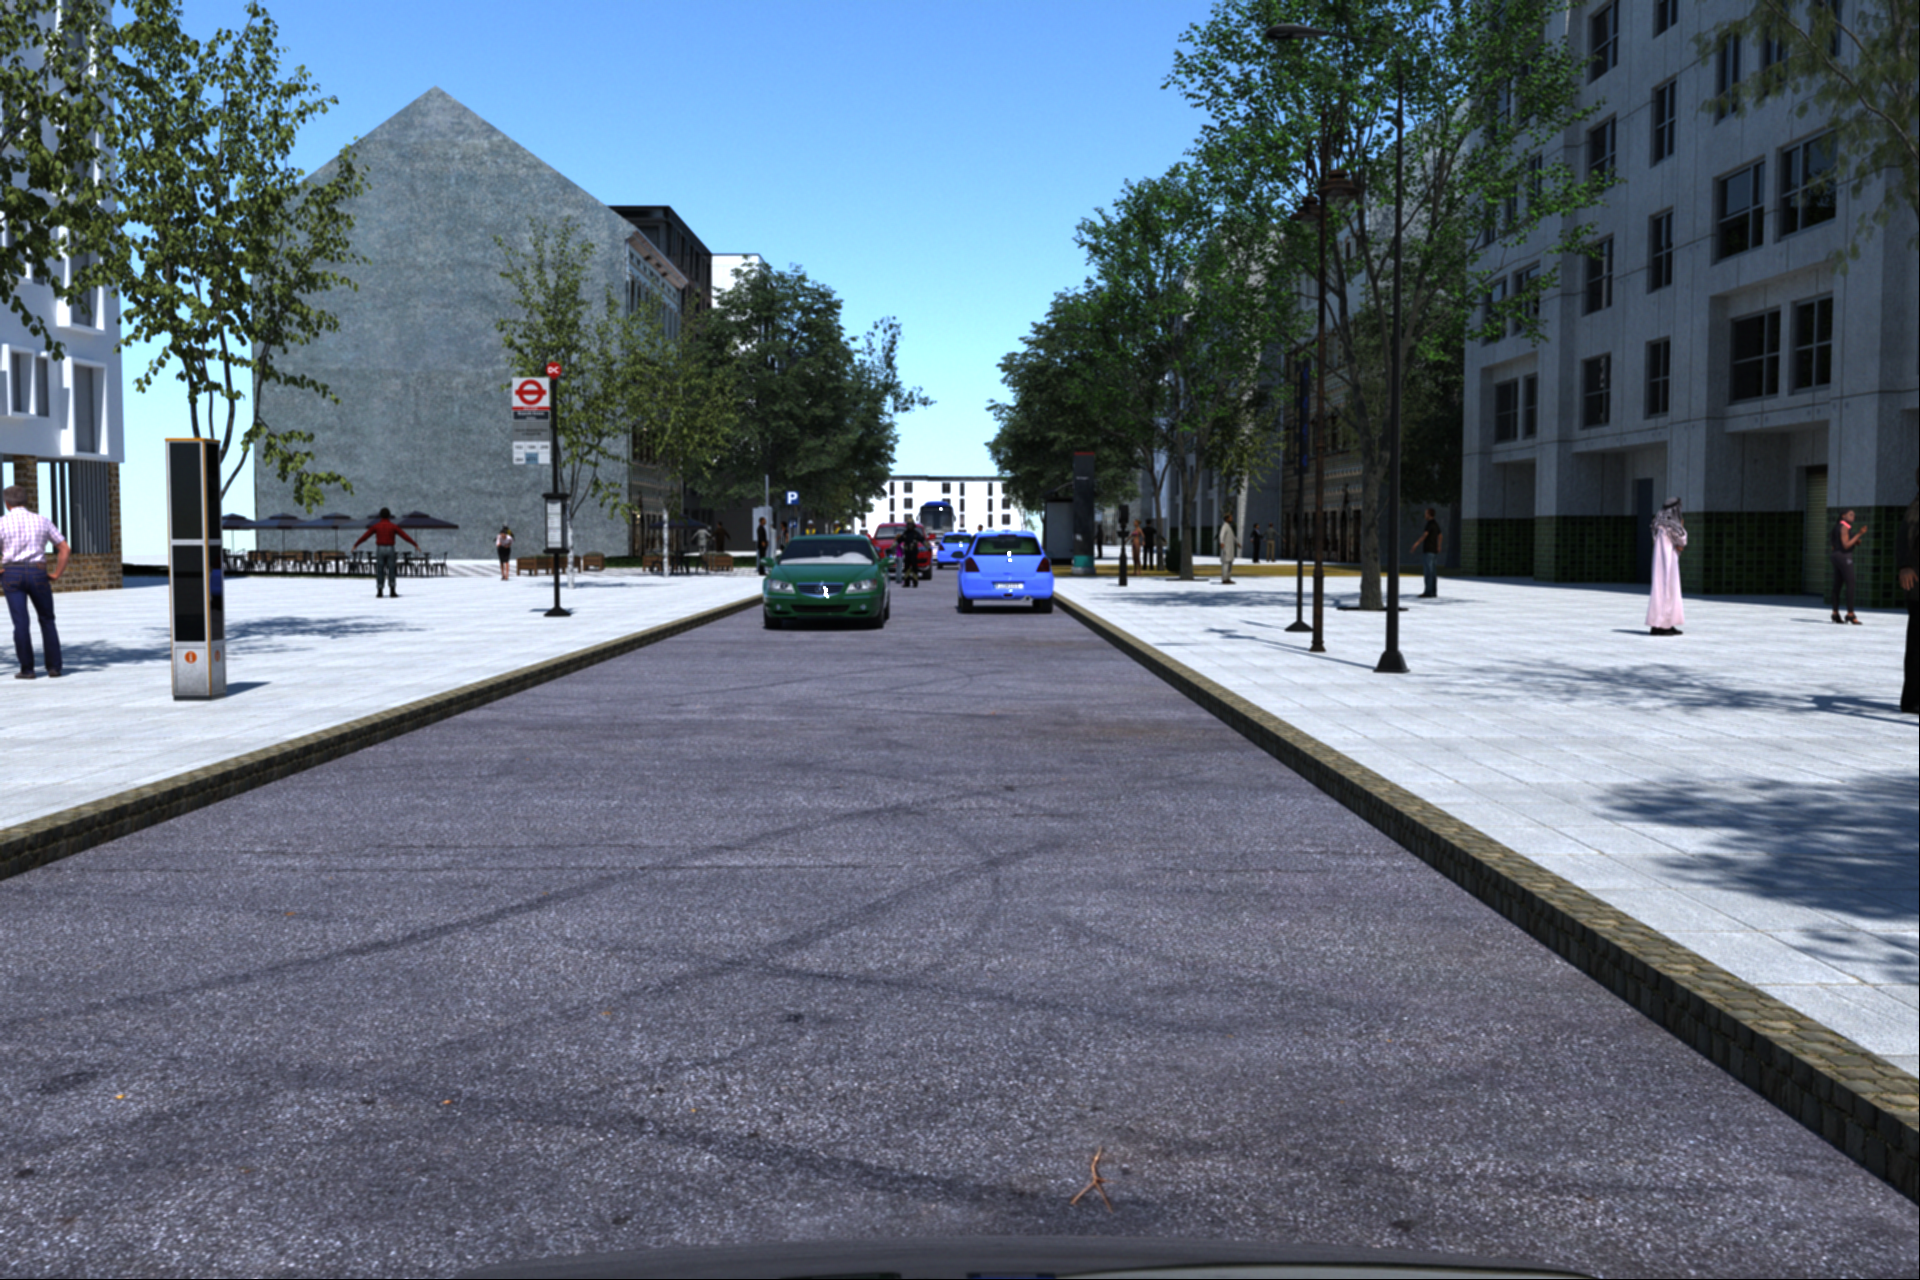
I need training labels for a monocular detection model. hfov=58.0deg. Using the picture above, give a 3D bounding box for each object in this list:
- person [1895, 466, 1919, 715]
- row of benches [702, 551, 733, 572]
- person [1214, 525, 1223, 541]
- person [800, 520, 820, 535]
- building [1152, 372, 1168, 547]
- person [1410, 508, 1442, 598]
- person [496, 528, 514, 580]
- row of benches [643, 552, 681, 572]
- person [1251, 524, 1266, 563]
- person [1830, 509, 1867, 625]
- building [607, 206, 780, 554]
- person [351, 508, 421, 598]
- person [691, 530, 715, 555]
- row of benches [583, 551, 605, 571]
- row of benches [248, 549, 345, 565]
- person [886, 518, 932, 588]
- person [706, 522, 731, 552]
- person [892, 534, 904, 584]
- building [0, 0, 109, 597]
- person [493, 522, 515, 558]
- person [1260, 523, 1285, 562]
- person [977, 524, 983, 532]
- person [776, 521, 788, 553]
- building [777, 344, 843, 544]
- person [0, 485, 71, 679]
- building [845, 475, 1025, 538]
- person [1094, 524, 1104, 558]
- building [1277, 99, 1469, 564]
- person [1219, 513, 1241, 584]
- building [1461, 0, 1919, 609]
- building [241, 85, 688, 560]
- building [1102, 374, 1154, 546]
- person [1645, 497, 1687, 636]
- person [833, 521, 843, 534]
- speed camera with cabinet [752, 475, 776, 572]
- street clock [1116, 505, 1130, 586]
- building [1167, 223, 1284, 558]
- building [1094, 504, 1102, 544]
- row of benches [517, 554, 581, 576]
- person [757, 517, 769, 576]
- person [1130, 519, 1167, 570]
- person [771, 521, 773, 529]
[{"bbox_3d":[6.959,-0.380,12.392,1.348,1.807,0.705,-3,5,-41],"label":"person"},{"bbox_3d":[-8.534,-2.776,60.856,1.422,0.672,4.104,-1,4,-14],"label":"row of benches"},{"bbox_3d":[13.550,-5.042,88.621,1.347,1.806,0.705,3,4,38],"label":"person"},{"bbox_3d":[-5.284,-3.351,61.250,1.216,1.772,0.721,0,4,-2],"label":"person"},{"bbox_3d":[25.533,-19.946,182.533,16.016,20.090,11.380,0,4,-1],"label":"building"},{"bbox_3d":[9.499,-1.766,35.092,0.705,1.803,1.348,3,4,38],"label":"person"},{"bbox_3d":[-12.619,-2.363,47.862,0.628,1.438,0.799,-3,5,-42],"label":"person"},{"bbox_3d":[-10.405,-2.762,60.624,1.422,0.672,4.104,0,4,2],"label":"row of benches"},{"bbox_3d":[13.036,-4.223,75.767,0.721,1.740,1.216,3,5,39],"label":"person"},{"bbox_3d":[12.709,-1.054,24.746,0.415,1.643,0.593,-2,4,-32],"label":"person"},{"bbox_3d":[-28.573,-17.149,124.361,27.936,21.610,32.646,0,3,0],"label":"building"},{"bbox_3d":[-11.610,-1.769,35.027,1.345,1.816,0.704,-1,4,-13],"label":"person"},{"bbox_3d":[-13.514,-5.188,91.009,1.347,1.806,0.705,1,4,12],"label":"person"},{"bbox_3d":[-13.011,-2.821,61.588,1.422,0.672,4.104,-1,4,-10],"label":"row of benches"},{"bbox_3d":[-27.384,-3.439,71.692,4.104,0.672,1.422,0,4,7],"label":"row of benches"},{"bbox_3d":[-1.329,-2.338,46.460,1.354,1.856,0.705,1,4,23],"label":"person"},{"bbox_3d":[-10.296,-4.162,74.193,0.704,1.812,1.346,3,5,44],"label":"person"},{"bbox_3d":[-1.696,-2.342,50.015,0.599,1.433,0.991,-2,4,-33],"label":"person"},{"bbox_3d":[-24.392,-10.435,27.030,16.016,20.090,11.380,0,4,-1],"label":"building"},{"bbox_3d":[-22.189,-4.815,84.487,0.705,1.858,1.354,2,4,30],"label":"person"},{"bbox_3d":[14.325,-4.497,79.791,1.348,1.796,0.705,2,4,30],"label":"person"},{"bbox_3d":[0.784,-3.674,68.669,0.704,1.812,1.346,-1,4,-17],"label":"person"},{"bbox_3d":[-7.603,-4.175,74.410,0.704,1.843,1.345,-2,4,-28],"label":"person"},{"bbox_3d":[-28.704,-21.952,202.890,27.936,21.610,32.646,0,4,0],"label":"building"},{"bbox_3d":[-8.315,-0.513,15.376,0.756,1.711,0.436,-2,4,-32],"label":"person"},{"bbox_3d":[-4.665,-18.527,247.526,28.070,9.664,9.099,0,4,-1],"label":"building"},{"bbox_3d":[7.362,-5.232,91.665,0.705,1.813,1.348,2,4,24],"label":"person"},{"bbox_3d":[26.175,-15.325,81.488,19.493,23.208,18.063,0,4,-1],"label":"building"},{"bbox_3d":[6.881,-2.342,44.381,0.704,1.819,1.344,2,4,29],"label":"person"},{"bbox_3d":[24.035,-10.473,37.696,16.747,18.905,31.486,0,4,0],"label":"building"},{"bbox_3d":[-25.815,-16.119,94.467,19.493,23.208,18.063,0,4,-1],"label":"building"},{"bbox_3d":[26.017,-22.240,194.558,19.493,23.208,18.063,0,4,0],"label":"building"},{"bbox_3d":[8.968,-0.929,21.899,0.621,1.740,0.551,-1,4,-10],"label":"person"},{"bbox_3d":[-5.060,-3.974,70.945,0.705,1.833,1.349,-2,4,-32],"label":"person"},{"bbox_3d":[-6.630,-3.935,58.668,0.660,3.252,2.038,0,4,1],"label":"speed camera with cabinet"},{"bbox_3d":[4.017,-2.327,42.617,0.358,2.002,0.471,0,3,0],"label":"street clock"},{"bbox_3d":[23.115,-14.723,107.183,16.747,18.905,31.486,0,3,0],"label":"building"},{"bbox_3d":[22.596,-22.701,227.573,16.016,20.090,11.380,0,4,0],"label":"building"},{"bbox_3d":[-13.074,-2.441,55.370,1.422,0.672,4.104,0,4,8],"label":"row of benches"},{"bbox_3d":[-6.092,-2.899,53.617,0.704,1.802,1.346,0,4,-2],"label":"person"},{"bbox_3d":[6.737,-3.425,61.929,1.347,1.837,0.705,1,4,10],"label":"person"},{"bbox_3d":[-7.793,-3.986,71.034,0.705,1.847,1.347,0,4,6],"label":"person"}]
